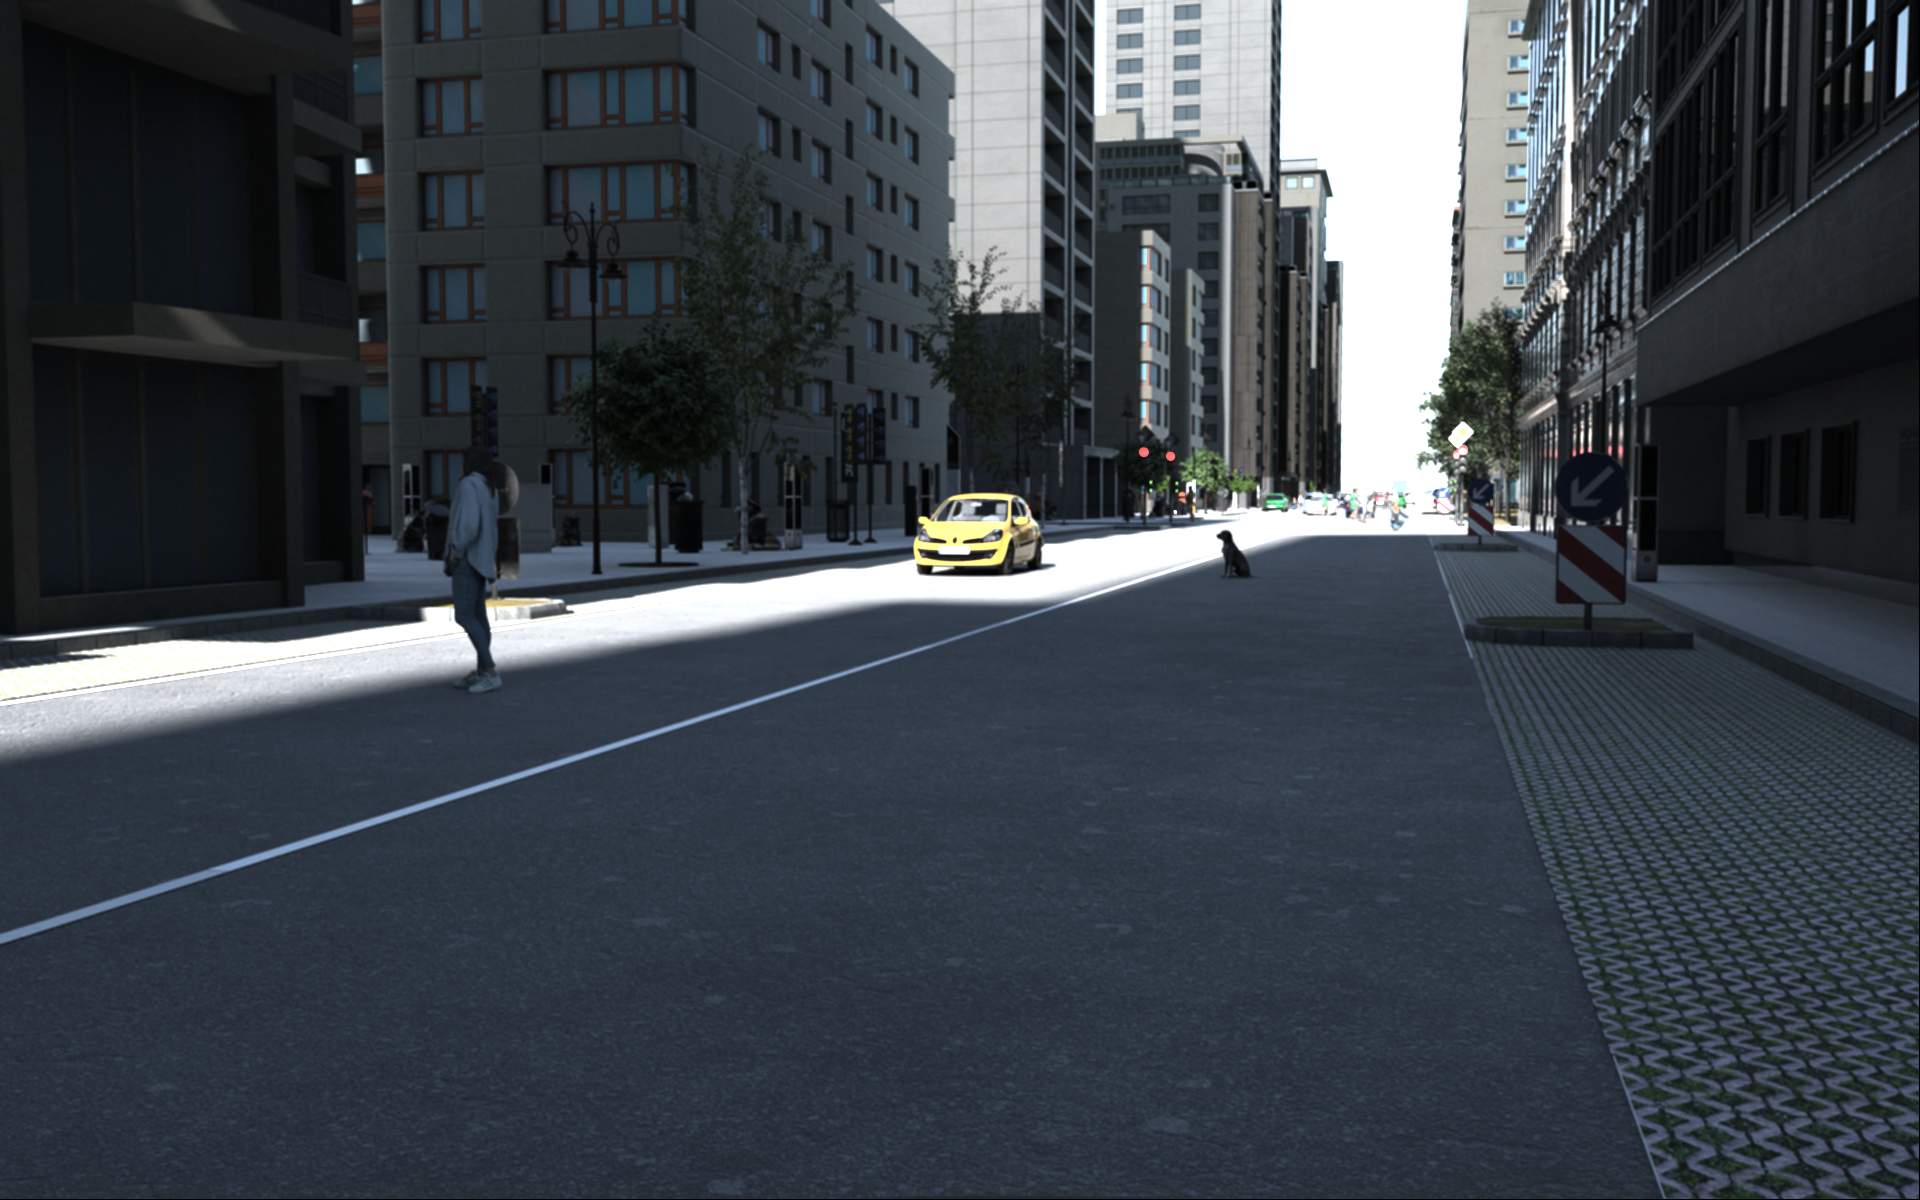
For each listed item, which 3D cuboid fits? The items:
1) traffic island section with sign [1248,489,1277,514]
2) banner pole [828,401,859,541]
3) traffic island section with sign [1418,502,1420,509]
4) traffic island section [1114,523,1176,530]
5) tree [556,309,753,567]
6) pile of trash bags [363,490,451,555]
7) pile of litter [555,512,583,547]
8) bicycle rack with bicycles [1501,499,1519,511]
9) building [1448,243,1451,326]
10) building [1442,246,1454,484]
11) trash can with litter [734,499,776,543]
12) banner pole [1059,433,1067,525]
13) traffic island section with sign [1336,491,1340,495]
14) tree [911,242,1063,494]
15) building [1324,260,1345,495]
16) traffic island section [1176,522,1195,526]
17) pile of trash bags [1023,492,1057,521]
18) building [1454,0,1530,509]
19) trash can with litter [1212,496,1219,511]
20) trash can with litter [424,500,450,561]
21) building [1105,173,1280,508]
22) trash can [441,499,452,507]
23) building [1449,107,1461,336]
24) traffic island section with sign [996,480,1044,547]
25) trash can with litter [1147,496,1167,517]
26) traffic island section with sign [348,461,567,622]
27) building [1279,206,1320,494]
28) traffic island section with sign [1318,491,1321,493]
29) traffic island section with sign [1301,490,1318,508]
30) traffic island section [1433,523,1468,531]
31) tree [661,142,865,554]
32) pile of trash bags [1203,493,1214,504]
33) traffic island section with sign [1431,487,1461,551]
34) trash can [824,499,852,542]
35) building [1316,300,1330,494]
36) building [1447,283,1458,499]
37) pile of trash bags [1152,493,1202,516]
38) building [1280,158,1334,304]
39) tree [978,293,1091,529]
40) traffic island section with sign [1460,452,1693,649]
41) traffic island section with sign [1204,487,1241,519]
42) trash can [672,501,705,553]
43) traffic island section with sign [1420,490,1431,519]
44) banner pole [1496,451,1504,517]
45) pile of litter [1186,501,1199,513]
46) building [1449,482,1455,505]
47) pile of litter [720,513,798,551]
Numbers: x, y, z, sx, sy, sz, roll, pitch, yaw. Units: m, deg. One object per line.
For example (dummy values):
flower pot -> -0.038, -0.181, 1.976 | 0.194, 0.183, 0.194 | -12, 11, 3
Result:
traffic island section with sign -> 22.195, -7.227, 126.790 | 1.989, 1.847, 2.006 | 1, 4, 15
banner pole -> -3.148, -3.476, 46.853 | 0.863, 3.779, 0.401 | 1, 4, 10
traffic island section with sign -> 33.969, -7.038, 123.704 | 1.989, 1.847, 2.006 | 1, 4, 15
traffic island section -> 7.524, -2.969, 70.827 | 2.009, 0.180, 2.903 | 1, 4, 15
tree -> -5.463, -2.896, 31.065 | 4.285, 4.588, 4.351 | 0, 3, 0
pile of trash bags -> -11.713, -1.718, 37.841 | 3.447, 1.369, 1.912 | -3, 5, -42
pile of litter -> -9.881, -1.768, 42.866 | 1.176, 0.858, 1.719 | 0, 4, 1
bicycle rack with bicycles -> 41.359, -7.047, 128.600 | 2.852, 0.926, 2.925 | -3, 5, -42
building -> 83.233, -36.673, 254.225 | 22.147, 44.769, 28.867 | 1, 4, 15
building -> 91.654, -40.581, 283.103 | 23.786, 49.044, 30.456 | 1, 4, 15
trash can with litter -> -5.377, -2.098, 45.686 | 1.055, 1.170, 0.624 | -3, 5, -44
banner pole -> 4.186, -4.949, 70.925 | 0.401, 3.779, 0.863 | 1, 4, 23
traffic island section with sign -> 55.596, -15.021, 254.225 | 1.989, 1.847, 2.006 | 1, 4, 15
tree -> 0.567, -6.164, 51.150 | 4.737, 8.622, 4.395 | 0, 3, 0
building -> 57.995, -37.455, 295.983 | 14.154, 41.232, 14.086 | 1, 4, 15
traffic island section -> 9.548, -3.442, 78.552 | 2.009, 0.180, 2.903 | 1, 4, 15
pile of trash bags -> 3.688, -4.447, 82.463 | 1.912, 1.369, 3.447 | 0, 4, -3
building -> 56.037, -32.509, 155.217 | 21.300, 48.544, 21.600 | 1, 4, 15
trash can with litter -> 19.030, -7.137, 128.076 | 0.624, 1.170, 1.055 | -1, 4, -18
trash can with litter -> -9.961, -1.361, 33.643 | 0.624, 1.170, 1.055 | -3, 5, -43
building -> 21.492, -23.761, 160.186 | 14.160, 30.474, 14.107 | 1, 4, 15
trash can -> -13.406, -2.071, 45.520 | 0.748, 1.137, 0.748 | 0, 3, 0
building -> 63.022, -32.129, 179.930 | 22.147, 44.769, 28.867 | 1, 4, 15
traffic island section with sign -> 1.206, -2.330, 46.716 | 1.989, 1.847, 2.006 | 1, 4, 15
trash can with litter -> 10.825, -5.122, 95.131 | 1.055, 1.170, 0.624 | -3, 4, -36
traffic island section with sign -> -5.728, -0.711, 20.253 | 1.989, 1.847, 2.006 | 1, 4, 15
building -> 42.266, -34.085, 240.881 | 14.154, 41.232, 14.086 | 1, 4, 15
traffic island section with sign -> 41.771, -11.792, 201.430 | 1.989, 1.847, 2.006 | 1, 4, 15
traffic island section with sign -> 34.909, -10.192, 175.265 | 1.989, 1.847, 2.006 | 1, 4, 15
traffic island section -> 21.632, -3.248, 75.392 | 2.009, 0.180, 2.903 | 1, 4, 15
tree -> -4.436, -5.268, 36.486 | 4.737, 8.622, 4.395 | 0, 3, 0
pile of trash bags -> 19.943, -8.300, 145.453 | 3.447, 1.369, 1.912 | 3, 5, 40
traffic island section with sign -> 13.015, -2.149, 43.761 | 1.989, 1.847, 2.006 | 1, 4, 15
trash can -> -3.260, -2.119, 46.297 | 0.748, 1.137, 0.748 | 0, 3, 0
building -> 46.913, -29.584, 255.397 | 14.160, 30.474, 14.107 | 1, 4, 15
building -> 73.569, -28.332, 234.933 | 14.160, 30.474, 14.107 | 1, 4, 15
pile of trash bags -> 12.700, -5.696, 102.886 | 1.912, 1.369, 3.447 | 2, 4, 28
building -> 44.297, -42.062, 276.949 | 28.713, 52.752, 27.495 | 1, 4, 15
tree -> 2.919, -6.937, 63.783 | 4.360, 8.622, 3.978 | 0, 3, 0
traffic island section with sign -> 6.013, -0.514, 17.037 | 1.989, 1.847, 2.006 | 1, 4, 15
traffic island section with sign -> 15.203, -5.594, 100.084 | 1.989, 1.847, 2.006 | 1, 4, 15
trash can -> -5.931, -1.602, 37.849 | 0.748, 1.137, 0.748 | 0, 3, 0
traffic island section with sign -> 27.136, -5.443, 97.626 | 1.989, 1.847, 2.006 | 1, 4, 15
banner pole -> 30.527, -6.581, 97.613 | 0.401, 3.779, 0.863 | 0, 4, 4
pile of litter -> 15.723, -6.464, 119.652 | 1.176, 0.858, 1.719 | -3, 4, -38
building -> 75.048, -31.375, 204.857 | 32.217, 40.220, 23.993 | 1, 4, 15
pile of litter -> -4.557, -1.557, 39.425 | 1.719, 0.858, 1.176 | 0, 4, 6
